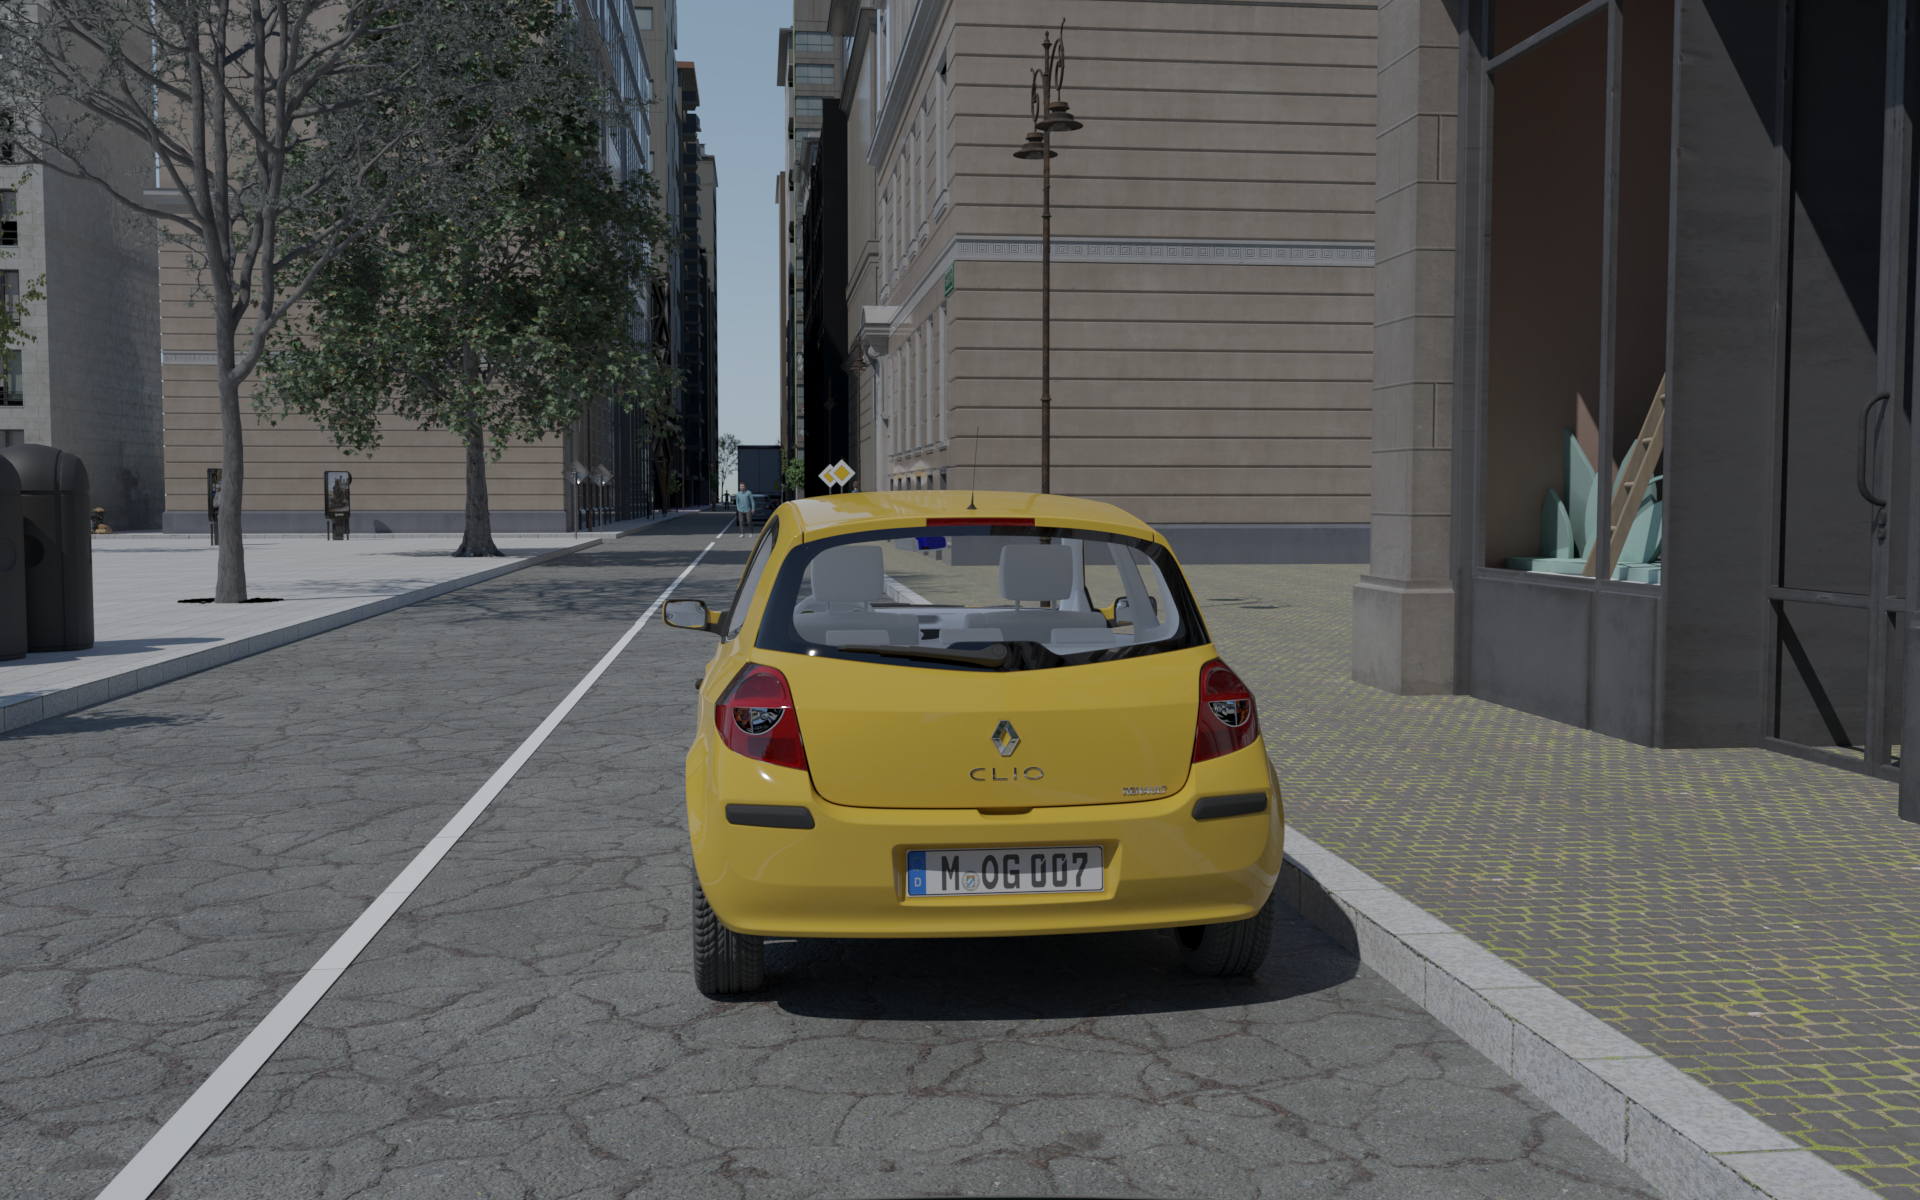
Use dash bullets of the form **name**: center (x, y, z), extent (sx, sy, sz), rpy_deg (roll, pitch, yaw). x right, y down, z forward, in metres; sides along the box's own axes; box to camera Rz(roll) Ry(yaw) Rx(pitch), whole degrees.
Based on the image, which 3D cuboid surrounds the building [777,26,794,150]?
- **building**: center (-5.943, -37.067, 195.288), extent (28.713, 52.752, 27.495), rpy_deg (0, 4, -7)

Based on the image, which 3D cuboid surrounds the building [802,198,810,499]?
- **building**: center (-2.747, -16.584, 100.820), extent (12.332, 23.373, 15.834), rpy_deg (0, 4, -7)

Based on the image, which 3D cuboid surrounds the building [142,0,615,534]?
- **building**: center (-20.282, -17.077, 65.106), extent (13.634, 28.700, 20.117), rpy_deg (0, 4, -7)

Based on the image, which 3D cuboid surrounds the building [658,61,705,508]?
- **building**: center (-36.933, -31.640, 171.944), extent (22.147, 44.769, 28.867), rpy_deg (0, 4, -7)

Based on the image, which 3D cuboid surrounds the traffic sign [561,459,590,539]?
- **traffic sign**: center (-10.908, -2.785, 49.175), extent (0.795, 2.450, 0.064), rpy_deg (0, 4, -7)

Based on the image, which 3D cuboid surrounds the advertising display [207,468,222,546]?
- **advertising display**: center (-18.567, -2.333, 43.359), extent (0.123, 1.923, 0.974), rpy_deg (0, 4, -1)

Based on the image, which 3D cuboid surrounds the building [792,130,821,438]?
- **building**: center (-4.374, -20.399, 120.917), extent (14.401, 28.519, 23.554), rpy_deg (0, 4, -7)

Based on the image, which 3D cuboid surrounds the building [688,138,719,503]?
- **building**: center (-44.327, -37.588, 238.264), extent (21.300, 48.544, 21.600), rpy_deg (0, 4, -7)

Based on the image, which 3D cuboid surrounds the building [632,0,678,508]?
- **building**: center (-37.282, -33.890, 143.339), extent (28.713, 52.752, 27.495), rpy_deg (0, 4, -7)

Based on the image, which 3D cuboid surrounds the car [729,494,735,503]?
- **car**: center (-34.522, -15.607, 266.966), extent (2.131, 1.459, 4.920), rpy_deg (0, 4, -8)

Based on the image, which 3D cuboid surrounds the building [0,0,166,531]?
- **building**: center (-37.463, -12.438, 58.109), extent (16.860, 20.320, 10.420), rpy_deg (0, 4, -7)

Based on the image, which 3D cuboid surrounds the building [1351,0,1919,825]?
- **building**: center (7.252, -9.758, 10.459), extent (10.553, 20.767, 40.483), rpy_deg (0, 4, -7)

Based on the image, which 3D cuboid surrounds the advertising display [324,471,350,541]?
- **advertising display**: center (-17.254, -2.617, 47.997), extent (0.123, 1.923, 0.974), rpy_deg (1, 4, 17)

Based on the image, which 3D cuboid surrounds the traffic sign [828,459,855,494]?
- **traffic sign**: center (-3.413, -2.837, 50.030), extent (0.795, 2.450, 0.064), rpy_deg (0, 4, -7)

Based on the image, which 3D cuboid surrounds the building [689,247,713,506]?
- **building**: center (-35.437, -25.838, 194.148), extent (14.160, 30.474, 14.107), rpy_deg (0, 4, -7)

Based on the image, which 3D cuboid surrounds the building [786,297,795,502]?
- **building**: center (-2.687, -19.756, 168.047), extent (27.650, 21.520, 28.899), rpy_deg (0, 4, -7)

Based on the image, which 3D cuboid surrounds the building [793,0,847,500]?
- **building**: center (-6.887, -28.238, 145.289), extent (14.154, 41.232, 14.086), rpy_deg (0, 4, -7)

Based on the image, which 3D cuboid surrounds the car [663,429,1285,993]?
- **car**: center (-0.117, 0.229, 6.477), extent (2.015, 1.641, 3.980), rpy_deg (0, 4, -7)

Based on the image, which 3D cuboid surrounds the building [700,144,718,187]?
- **building**: center (-51.094, -41.148, 262.014), extent (28.713, 52.752, 27.495), rpy_deg (0, 4, -7)

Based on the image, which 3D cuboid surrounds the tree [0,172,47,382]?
- **tree**: center (-21.257, -5.253, 36.249), extent (4.737, 8.622, 4.395), rpy_deg (0, 3, 0)

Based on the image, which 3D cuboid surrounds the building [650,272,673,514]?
- **building**: center (-27.406, -15.023, 113.085), extent (16.820, 18.784, 16.811), rpy_deg (0, 4, -7)

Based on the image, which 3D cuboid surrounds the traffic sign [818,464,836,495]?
- **traffic sign**: center (-4.342, -3.322, 57.961), extent (0.795, 2.450, 0.064), rpy_deg (0, 4, -7)

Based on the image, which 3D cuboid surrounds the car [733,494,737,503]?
- **car**: center (-32.122, -14.685, 251.897), extent (2.131, 1.459, 4.920), rpy_deg (-1, 4, -8)

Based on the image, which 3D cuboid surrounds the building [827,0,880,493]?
- **building**: center (10.257, -14.298, 67.056), extent (30.059, 22.955, 16.112), rpy_deg (0, 4, -7)

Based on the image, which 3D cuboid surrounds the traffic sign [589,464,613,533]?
- **traffic sign**: center (-11.837, -3.270, 57.106), extent (0.795, 2.450, 0.064), rpy_deg (0, 4, -7)

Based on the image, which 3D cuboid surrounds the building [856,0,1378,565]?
- **building**: center (4.891, -15.565, 40.391), extent (13.634, 28.700, 20.117), rpy_deg (0, 4, -7)

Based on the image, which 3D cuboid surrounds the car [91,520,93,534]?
- **car**: center (-28.482, -2.396, 51.540), extent (4.827, 1.381, 2.083), rpy_deg (0, 4, -6)

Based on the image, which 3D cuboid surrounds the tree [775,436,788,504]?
- **tree**: center (-22.605, -16.608, 221.899), extent (4.737, 8.622, 4.395), rpy_deg (0, 3, 0)

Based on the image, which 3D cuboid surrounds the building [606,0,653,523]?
- **building**: center (-22.428, -19.108, 89.908), extent (11.434, 29.767, 29.804), rpy_deg (0, 4, -7)

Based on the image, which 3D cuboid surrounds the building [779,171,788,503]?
- **building**: center (-17.425, -35.761, 234.807), extent (14.600, 45.320, 14.200), rpy_deg (0, 4, -7)

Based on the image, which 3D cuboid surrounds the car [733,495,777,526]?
- **car**: center (-9.438, -4.149, 79.838), extent (2.014, 1.417, 4.499), rpy_deg (0, 4, -8)
